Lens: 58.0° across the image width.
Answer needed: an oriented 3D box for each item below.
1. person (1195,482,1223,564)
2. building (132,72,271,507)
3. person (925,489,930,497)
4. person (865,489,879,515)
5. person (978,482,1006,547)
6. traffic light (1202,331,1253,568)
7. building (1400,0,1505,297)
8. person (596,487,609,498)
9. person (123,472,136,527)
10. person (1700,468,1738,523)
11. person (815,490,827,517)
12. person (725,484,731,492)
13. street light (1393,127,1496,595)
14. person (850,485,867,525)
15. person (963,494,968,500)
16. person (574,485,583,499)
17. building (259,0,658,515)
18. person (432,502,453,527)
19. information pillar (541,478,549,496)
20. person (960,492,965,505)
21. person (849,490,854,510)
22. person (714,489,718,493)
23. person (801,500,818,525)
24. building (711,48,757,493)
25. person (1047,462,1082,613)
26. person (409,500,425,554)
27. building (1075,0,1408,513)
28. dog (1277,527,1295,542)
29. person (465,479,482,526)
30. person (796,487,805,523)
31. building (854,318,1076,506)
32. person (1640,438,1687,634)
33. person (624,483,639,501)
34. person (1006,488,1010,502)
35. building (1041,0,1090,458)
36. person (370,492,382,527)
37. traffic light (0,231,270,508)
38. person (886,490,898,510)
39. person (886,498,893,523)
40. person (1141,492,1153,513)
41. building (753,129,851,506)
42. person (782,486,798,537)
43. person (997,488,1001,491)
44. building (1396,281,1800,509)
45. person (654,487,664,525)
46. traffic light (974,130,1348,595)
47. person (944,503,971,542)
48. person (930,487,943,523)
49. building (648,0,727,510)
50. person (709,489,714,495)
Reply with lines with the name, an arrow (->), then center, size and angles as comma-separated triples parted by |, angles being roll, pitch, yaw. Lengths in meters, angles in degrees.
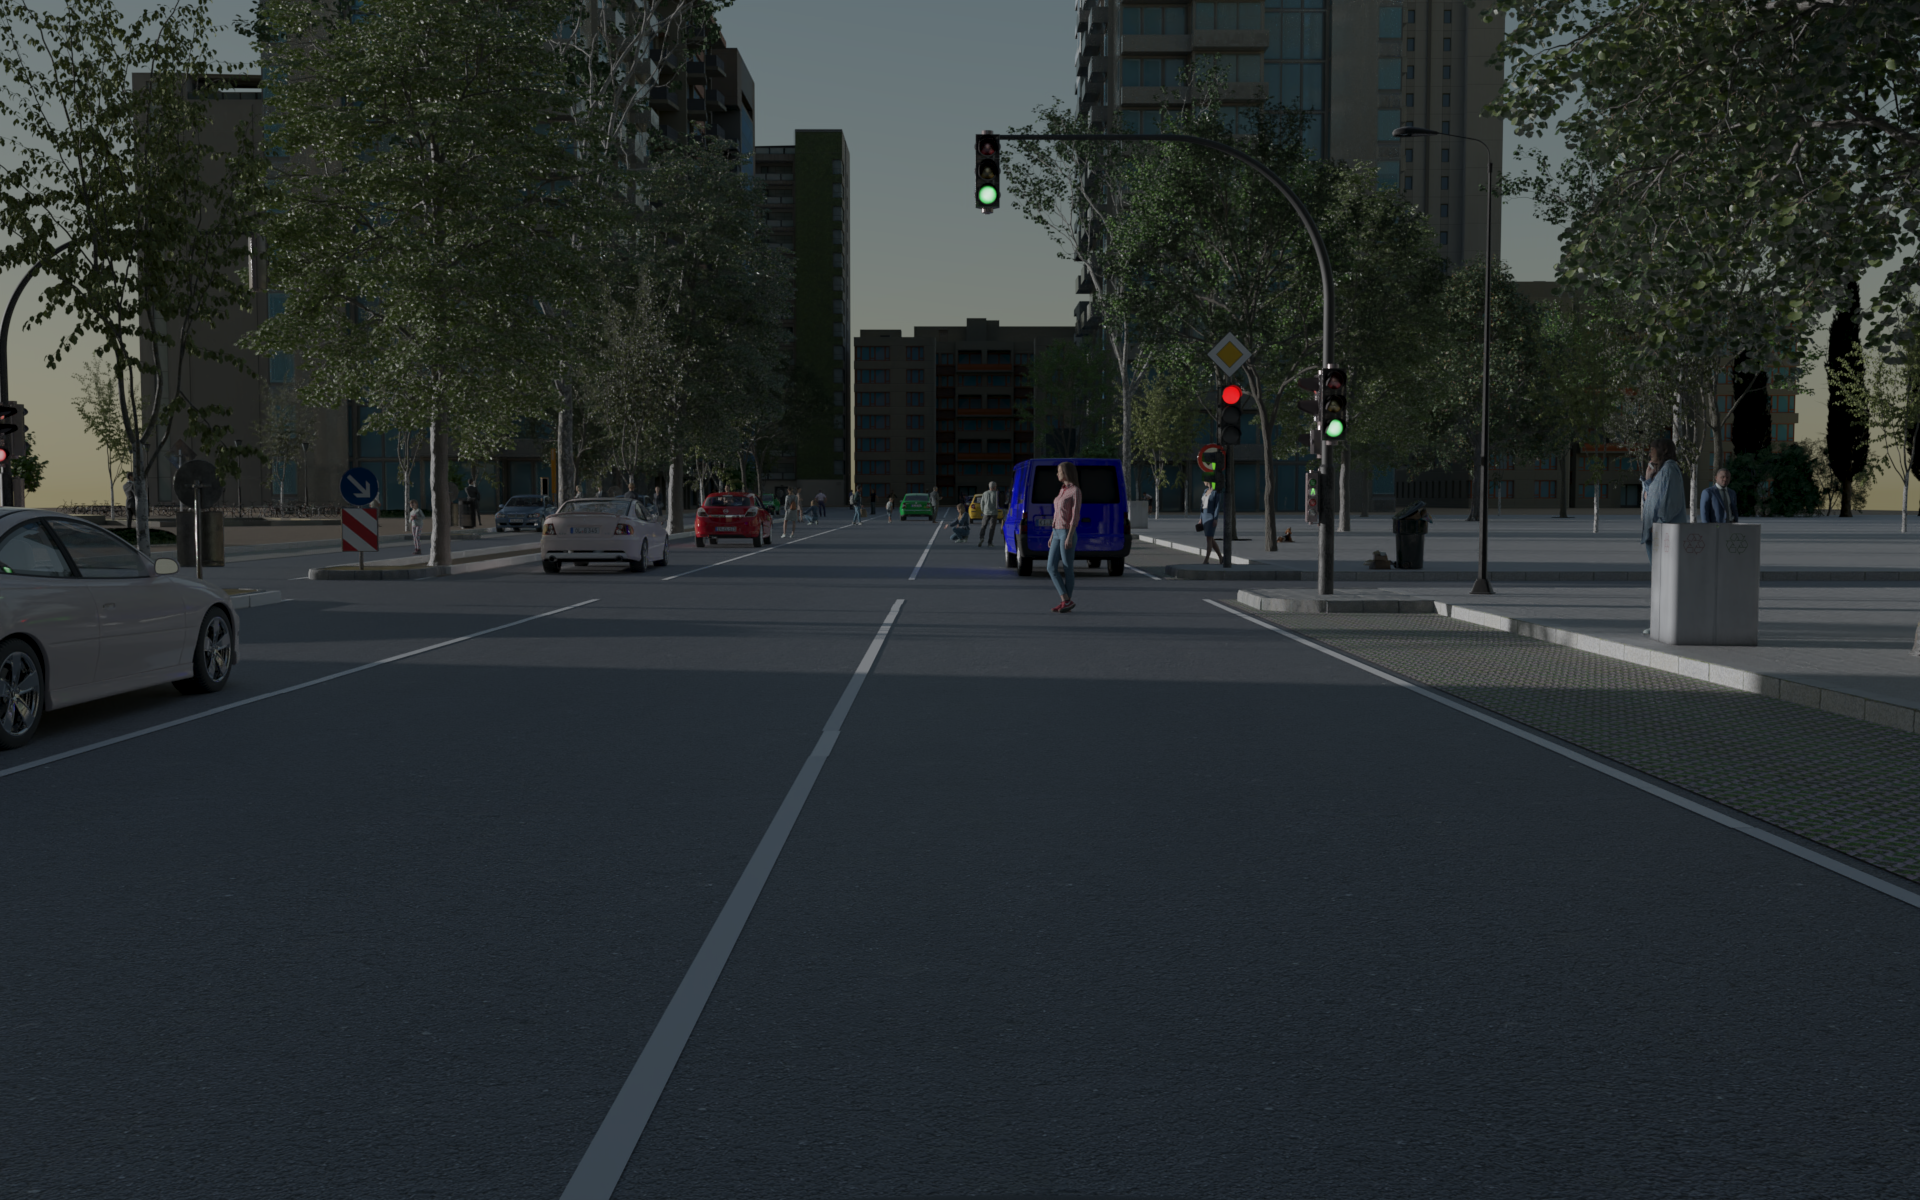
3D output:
person -> 4.911, -1.538, 33.663 | 0.654, 1.822, 0.581 | -1, 4, -13
building -> -71.426, -29.853, 171.689 | 14.086, 41.232, 14.154 | 0, 3, 0
person -> -2.455, -7.386, 129.352 | 1.350, 1.814, 0.705 | 2, 4, 33
person -> -6.099, -6.882, 121.032 | 1.348, 1.822, 0.705 | 3, 5, 45
person -> 0.910, -2.320, 46.926 | 0.782, 1.767, 0.515 | 1, 4, 19
traffic light -> 4.639, -2.517, 30.067 | 0.839, 4.253, 0.868 | 0, 3, 0
building -> 45.393, -40.283, 200.621 | 28.212, 58.520, 21.231 | 0, 3, 0
person -> -15.449, -4.059, 74.643 | 0.659, 1.850, 0.755 | 1, 4, 14
person -> -23.064, -2.631, 48.419 | 0.648, 1.900, 0.474 | 1, 4, 21
person -> 10.910, -0.993, 24.919 | 0.721, 1.800, 0.419 | -1, 4, -23
person -> -8.757, -6.105, 109.254 | 0.756, 1.711, 0.436 | 1, 4, 11
person -> -8.395, -3.263, 62.191 | 0.599, 1.781, 0.374 | -1, 4, -21
street light -> 6.169, -3.029, 22.072 | 1.470, 5.913, 1.316 | 0, 3, 0
person -> -4.642, -4.341, 79.459 | 0.713, 1.824, 0.794 | 2, 4, 26
person -> 0.590, -7.482, 134.056 | 0.697, 1.427, 0.421 | 0, 4, 6
person -> -15.796, -3.851, 71.648 | 0.526, 1.800, 0.537 | -2, 4, -28
building -> -33.296, -30.596, 119.856 | 23.786, 49.044, 30.456 | 0, 3, 0
person -> -19.956, -3.706, 66.917 | 0.850, 1.792, 0.678 | -1, 4, -15
information pillar -> -18.599, -4.471, 77.596 | 0.304, 2.012, 0.304 | -1, 4, -21
person -> 0.223, -8.309, 145.827 | 0.415, 1.643, 0.593 | 3, 4, 38
person -> -9.934, -9.300, 160.422 | 0.599, 1.838, 0.709 | -3, 4, -36
person -> -15.898, -6.304, 112.298 | 0.721, 1.735, 1.217 | -1, 4, -17
person -> -7.049, -4.123, 81.409 | 0.738, 1.151, 1.012 | 3, 5, 42
building -> -28.131, -31.911, 171.850 | 14.200, 45.320, 14.600 | 0, 3, 0
person -> 1.251, -0.765, 21.018 | 0.388, 1.821, 0.555 | -2, 4, -35
person -> -12.925, -1.737, 41.176 | 0.425, 1.301, 0.394 | 0, 4, 8
building -> 20.483, -31.358, 132.316 | 23.786, 49.044, 30.456 | 0, 3, 0
dog -> 8.559, -1.726, 45.952 | 0.748, 0.427, 0.550 | 0, 4, 1
person -> -19.887, -3.999, 70.783 | 0.648, 1.900, 0.474 | -1, 4, -12
person -> -8.028, -4.781, 87.009 | 0.374, 1.781, 0.599 | -1, 4, -23
building -> 2.746, -21.980, 204.419 | 28.899, 21.520, 27.650 | 0, 3, 0
person -> 6.430, -0.577, 15.739 | 0.793, 1.790, 0.793 | -1, 4, -22
person -> -9.936, -2.666, 52.518 | 0.576, 1.772, 0.534 | 0, 4, -5
person -> 2.691, -5.202, 93.741 | 0.466, 1.800, 0.511 | -1, 4, -12
building -> 19.570, -51.954, 162.118 | 22.319, 86.520, 31.000 | 0, 3, 0
person -> -22.946, -3.758, 67.709 | 0.641, 1.798, 0.478 | -1, 4, -20
traffic light -> -14.431, -3.387, 30.048 | 4.771, 5.953, 1.251 | 0, 3, 0
person -> -6.268, -9.260, 159.998 | 1.348, 1.812, 0.705 | 2, 4, 34
person -> -3.498, -4.477, 86.376 | 0.352, 1.250, 0.332 | -1, 4, -9
person -> 12.399, -6.442, 114.552 | 0.628, 1.438, 0.799 | 2, 4, 31
building -> -19.726, -31.416, 197.251 | 14.086, 41.232, 14.154 | 0, 3, 0
person -> -5.578, -2.916, 57.178 | 0.512, 1.701, 0.522 | -2, 4, -35
person -> 2.312, -5.891, 104.797 | 0.794, 1.824, 0.713 | 0, 4, -4
building -> 59.301, -19.629, 165.967 | 28.899, 21.520, 27.650 | 0, 3, 0
person -> -13.910, -4.333, 79.759 | 0.576, 1.772, 0.534 | 1, 4, 12
traffic light -> 2.563, -2.891, 21.936 | 4.771, 5.953, 1.251 | 0, 3, 0
person -> -0.040, -2.283, 51.329 | 0.738, 1.151, 1.012 | -1, 4, -9
person -> -1.177, -4.727, 85.962 | 0.590, 1.801, 0.661 | -3, 5, -44
building -> -32.107, -30.273, 149.595 | 22.147, 44.769, 28.867 | 0, 3, 0
person -> -19.799, -8.090, 139.131 | 1.217, 1.723, 0.721 | 3, 5, 41
